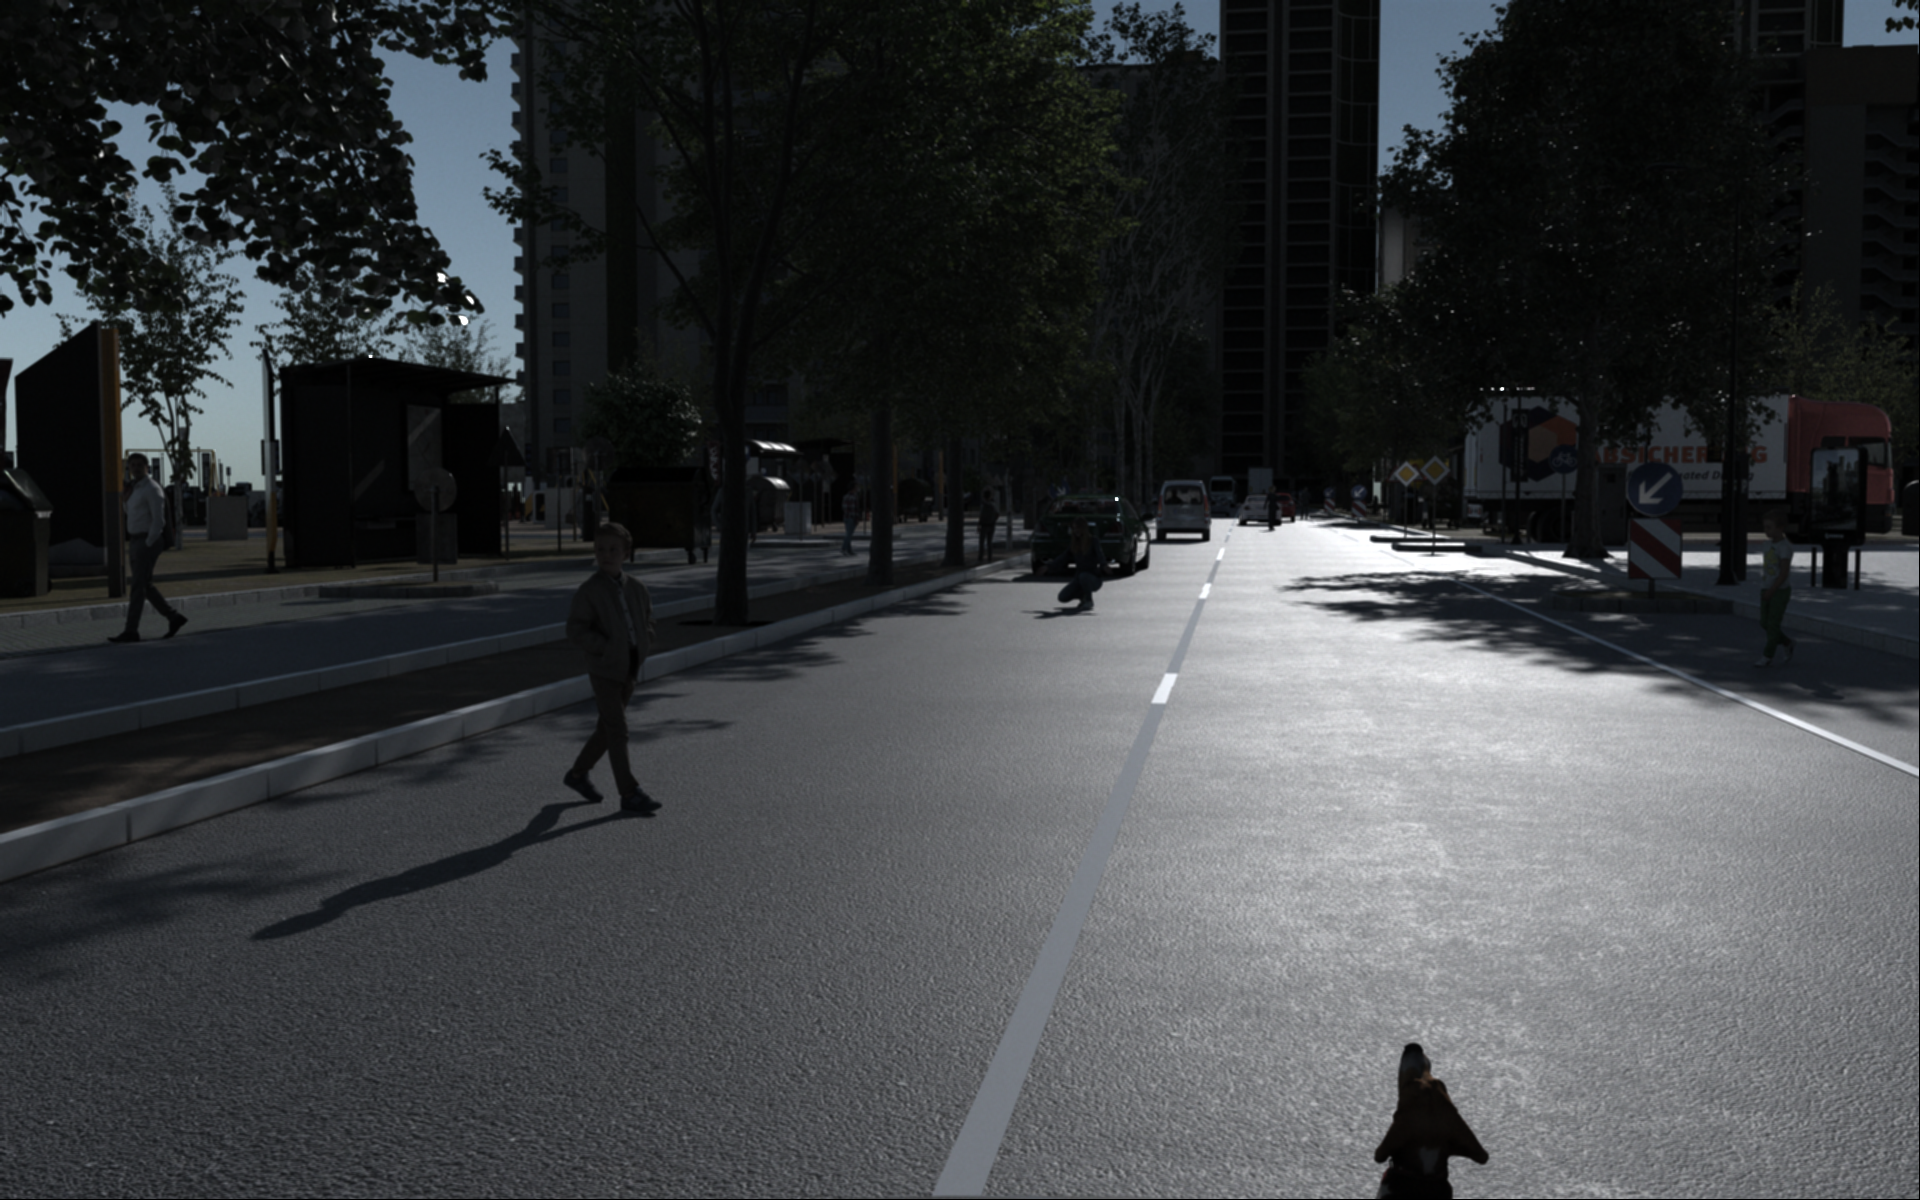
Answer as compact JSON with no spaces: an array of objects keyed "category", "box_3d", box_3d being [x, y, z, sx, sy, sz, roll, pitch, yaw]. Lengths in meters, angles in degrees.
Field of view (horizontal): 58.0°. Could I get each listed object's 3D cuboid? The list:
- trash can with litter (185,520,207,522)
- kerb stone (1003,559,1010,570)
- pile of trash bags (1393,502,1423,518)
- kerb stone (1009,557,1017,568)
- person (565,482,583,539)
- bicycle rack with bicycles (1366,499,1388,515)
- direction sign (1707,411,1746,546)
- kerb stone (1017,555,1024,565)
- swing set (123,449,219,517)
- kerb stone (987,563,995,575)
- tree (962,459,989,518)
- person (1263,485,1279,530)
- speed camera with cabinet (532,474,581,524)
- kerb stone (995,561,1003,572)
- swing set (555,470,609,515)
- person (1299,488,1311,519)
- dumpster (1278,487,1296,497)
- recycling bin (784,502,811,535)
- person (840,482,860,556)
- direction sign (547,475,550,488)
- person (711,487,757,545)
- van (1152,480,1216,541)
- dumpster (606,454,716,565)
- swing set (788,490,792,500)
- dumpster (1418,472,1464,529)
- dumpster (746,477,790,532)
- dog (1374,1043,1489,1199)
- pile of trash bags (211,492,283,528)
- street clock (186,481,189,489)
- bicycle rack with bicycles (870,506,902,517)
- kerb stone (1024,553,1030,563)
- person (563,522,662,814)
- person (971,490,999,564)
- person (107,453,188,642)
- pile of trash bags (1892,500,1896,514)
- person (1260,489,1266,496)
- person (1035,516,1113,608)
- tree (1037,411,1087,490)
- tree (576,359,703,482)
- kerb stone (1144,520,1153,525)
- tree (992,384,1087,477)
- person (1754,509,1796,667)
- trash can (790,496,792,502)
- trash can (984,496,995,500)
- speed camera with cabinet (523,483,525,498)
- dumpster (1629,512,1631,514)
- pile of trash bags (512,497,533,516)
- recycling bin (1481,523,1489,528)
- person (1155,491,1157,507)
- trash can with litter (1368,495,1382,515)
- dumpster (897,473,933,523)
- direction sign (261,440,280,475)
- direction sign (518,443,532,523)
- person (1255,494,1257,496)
[{"category":"trash can with litter","box_3d":[-34.954,-4.133,78.629,1.678,1.210,2.233,1,4,18]},{"category":"kerb stone","box_3d":[0.782,-0.653,32.876,0.120,0.150,1.000,1,4,9]},{"category":"pile of trash bags","box_3d":[23.633,-4.910,90.035,1.912,1.369,3.447,1,4,9]},{"category":"kerb stone","box_3d":[0.949,-0.710,33.894,0.120,0.150,1.000,1,4,9]},{"category":"person","box_3d":[-11.905,-2.793,54.292,0.853,1.813,0.709,1,4,18]},{"category":"bicycle rack with bicycles","box_3d":[30.185,-6.582,120.996,2.925,0.926,2.852,0,4,0]},{"category":"direction sign","box_3d":[18.999,-3.118,42.981,0.876,3.537,0.379,1,4,20]},{"category":"kerb stone","box_3d":[1.115,-0.777,34.906,0.120,0.150,1.000,1,4,9]},{"category":"swing set","box_3d":[-27.671,-3.879,61.037,3.119,2.851,2.862,-1,4,-13]},{"category":"kerb stone","box_3d":[0.449,-0.528,30.853,0.120,0.150,1.000,1,4,9]},{"category":"tree","box_3d":[0.532,-6.086,94.112,1.663,3.219,1.824,0,3,0]},{"category":"person","box_3d":[12.382,-3.669,68.908,0.576,1.772,0.534,-3,5,-45]},{"category":"speed camera with cabinet","box_3d":[-17.450,-4.930,74.942,2.038,3.252,0.660,-1,4,-10]},{"category":"kerb stone","box_3d":[0.617,-0.588,31.866,0.120,0.150,1.000,1,4,9]},{"category":"swing set","box_3d":[-19.445,-5.520,87.871,2.862,2.851,3.119,0,4,6]},{"category":"person","box_3d":[19.520,-5.463,97.998,0.661,1.801,0.590,0,4,3]},{"category":"dumpster","box_3d":[36.715,-11.601,194.624,1.985,2.255,1.502,1,4,9]},{"category":"recycling bin","box_3d":[-5.166,-2.608,55.194,0.722,1.027,0.722,1,4,9]},{"category":"person","box_3d":[-2.574,-1.894,40.303,0.643,1.720,0.563,-2,4,-29]},{"category":"direction sign","box_3d":[-31.847,-8.687,134.024,0.379,3.537,0.876,-2,4,-25]},{"category":"person","box_3d":[-3.192,-0.974,24.532,0.635,1.810,0.391,-2,4,-28]},{"category":"van","box_3d":[7.024,-2.893,54.308,2.013,2.044,4.112,1,4,8]},{"category":"dumpster","box_3d":[-6.126,-1.866,35.465,1.985,2.255,1.502,1,4,10]},{"category":"swing set","box_3d":[-7.637,-5.611,89.360,2.862,2.851,3.119,0,4,6]},{"category":"dumpster","box_3d":[18.109,-3.838,65.245,1.502,2.255,1.985,1,4,9]},{"category":"dumpster","box_3d":[-6.613,-3.254,58.969,1.264,1.857,1.865,1,4,10]},{"category":"dog","box_3d":[0.720,1.050,3.034,0.748,0.427,0.550,-2,4,-33]},{"category":"pile of trash bags","box_3d":[-27.130,-3.447,66.114,1.912,1.369,3.447,2,4,24]},{"category":"street clock","box_3d":[-41.894,-5.440,93.517,0.358,2.002,0.471,3,5,44]},{"category":"bicycle rack with bicycles","box_3d":[-4.163,-5.241,99.074,2.852,0.926,2.925,3,5,41]},{"category":"kerb stone","box_3d":[1.287,-0.839,35.914,0.120,0.150,1.000,1,4,9]},{"category":"person","box_3d":[-1.582,0.296,7.936,0.640,1.303,0.475,2,4,29]},{"category":"person","box_3d":[0.522,-1.469,35.107,0.523,1.515,0.503,2,4,29]},{"category":"person","box_3d":[-7.980,-0.510,16.941,0.679,1.850,0.850,3,4,37]},{"category":"pile of trash bags","box_3d":[57.938,-6.161,110.482,3.447,1.369,1.912,3,5,41]},{"category":"person","box_3d":[25.359,-8.324,144.602,1.348,1.823,0.705,1,4,14]},{"category":"person","box_3d":[1.569,-0.478,21.815,1.012,1.151,0.738,3,5,39]},{"category":"tree","box_3d":[7.374,-10.980,129.886,4.360,8.622,3.978,0,3,0]},{"category":"tree","box_3d":[-7.845,-3.577,42.206,4.285,4.588,4.351,0,3,0]},{"category":"kerb stone","box_3d":[9.042,-3.719,83.048,0.120,0.150,1.000,1,4,9]},{"category":"tree","box_3d":[5.517,-11.509,122.586,7.601,10.594,8.767,1,4,21]},{"category":"person","box_3d":[6.830,-0.105,14.461,0.590,1.304,0.306,-2,4,-32]},{"category":"trash can","box_3d":[-11.654,-6.766,122.272,0.748,1.137,0.748,0,3,0]},{"category":"trash can","box_3d":[2.363,-7.210,129.531,0.748,1.137,0.748,0,3,0]},{"category":"speed camera with cabinet","box_3d":[-29.993,-7.827,122.303,2.038,3.252,0.660,2,4,35]},{"category":"dumpster","box_3d":[20.340,-3.183,54.534,1.502,2.255,1.985,1,4,9]},{"category":"pile of trash bags","box_3d":[-25.473,-5.709,103.096,3.447,1.369,1.912,1,4,22]},{"category":"recycling bin","box_3d":[20.512,-3.295,66.425,0.722,1.027,0.722,-2,4,-24]},{"category":"person","box_3d":[21.471,-10.987,188.872,1.217,1.736,0.721,0,4,6]},{"category":"trash can with litter","box_3d":[24.934,-5.724,104.648,1.678,1.210,2.233,2,4,25]},{"category":"dumpster","box_3d":[-2.120,-4.627,78.141,1.502,2.255,1.985,1,4,9]},{"category":"direction sign","box_3d":[-28.655,-4.896,72.048,0.876,3.537,0.379,1,4,17]},{"category":"direction sign","box_3d":[-19.508,-5.208,77.145,0.876,3.537,0.379,0,4,-2]},{"category":"person","box_3d":[22.374,-7.306,131.182,0.991,1.433,0.599,0,4,-1]}]
